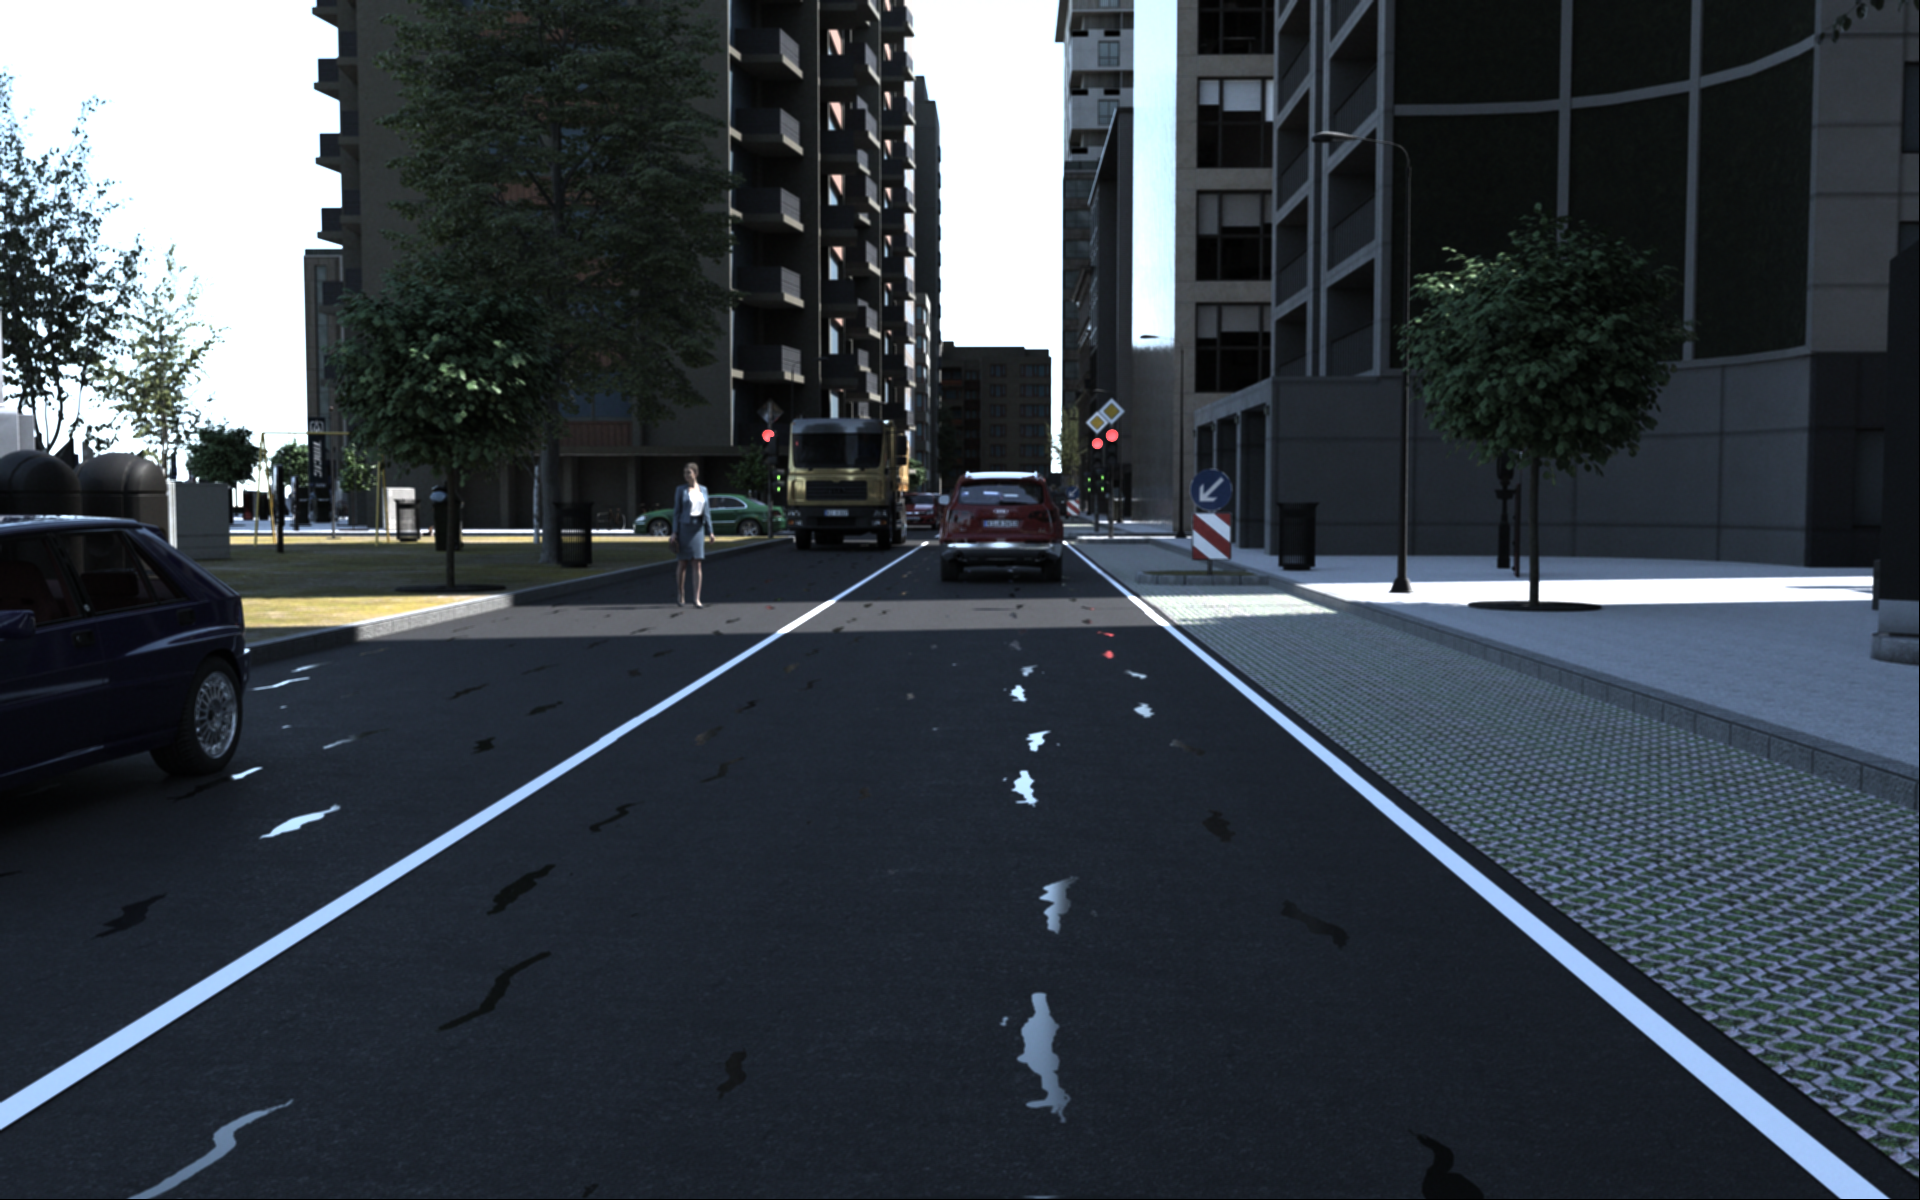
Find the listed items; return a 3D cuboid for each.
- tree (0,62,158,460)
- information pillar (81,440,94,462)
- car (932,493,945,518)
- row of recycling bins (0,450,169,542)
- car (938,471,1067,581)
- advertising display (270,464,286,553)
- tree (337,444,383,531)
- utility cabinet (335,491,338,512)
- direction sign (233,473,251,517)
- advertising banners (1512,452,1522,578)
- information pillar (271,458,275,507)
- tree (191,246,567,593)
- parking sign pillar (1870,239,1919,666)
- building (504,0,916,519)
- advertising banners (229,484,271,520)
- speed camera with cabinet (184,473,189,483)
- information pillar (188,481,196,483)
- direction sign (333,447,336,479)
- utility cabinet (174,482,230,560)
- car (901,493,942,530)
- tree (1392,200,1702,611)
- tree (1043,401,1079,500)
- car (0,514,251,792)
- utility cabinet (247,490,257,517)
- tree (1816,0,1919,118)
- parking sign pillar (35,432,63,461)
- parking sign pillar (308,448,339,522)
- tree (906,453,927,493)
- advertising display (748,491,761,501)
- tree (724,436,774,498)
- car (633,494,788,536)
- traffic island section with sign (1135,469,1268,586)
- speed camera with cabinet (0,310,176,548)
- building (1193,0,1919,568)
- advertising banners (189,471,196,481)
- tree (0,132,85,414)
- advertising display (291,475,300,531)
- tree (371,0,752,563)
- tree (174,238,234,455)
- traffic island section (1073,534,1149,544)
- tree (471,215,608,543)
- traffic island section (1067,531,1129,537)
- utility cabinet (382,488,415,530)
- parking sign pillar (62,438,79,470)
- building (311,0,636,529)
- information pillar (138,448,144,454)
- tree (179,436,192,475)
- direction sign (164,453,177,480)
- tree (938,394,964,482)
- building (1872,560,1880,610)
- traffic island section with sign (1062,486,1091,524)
[{"bbox_3d":[-15.599,-4.836,29.431,4.360,8.622,3.978,0,3,0],"label":"tree"},{"bbox_3d":[-37.780,-5.120,75.066,0.504,3.616,0.183,0,4,-6],"label":"information pillar"},{"bbox_3d":[-1.815,-5.806,103.965,2.155,1.783,4.494,0,4,1],"label":"car"},{"bbox_3d":[-8.988,-0.540,15.943,1.069,1.692,3.534,2,4,34],"label":"row of recycling bins"},{"bbox_3d":[0.726,-1.308,30.062,2.281,1.827,5.304,0,4,2],"label":"car"},{"bbox_3d":[-14.968,-2.009,38.057,0.123,1.923,0.974,-2,4,-28],"label":"advertising display"},{"bbox_3d":[-21.172,-4.015,60.239,1.663,3.219,1.824,0,3,0],"label":"tree"},{"bbox_3d":[-39.768,-6.297,111.627,1.173,1.500,0.318,1,4,8],"label":"utility cabinet"},{"bbox_3d":[-39.365,-6.306,95.102,0.876,3.537,0.379,-3,5,-42],"label":"direction sign"},{"bbox_3d":[8.678,-1.877,26.880,0.090,3.025,2.074,1,4,16],"label":"advertising banners"},{"bbox_3d":[-38.019,-6.416,96.261,0.504,3.616,0.183,1,4,12],"label":"information pillar"},{"bbox_3d":[-6.868,-2.406,23.050,4.285,4.588,4.351,0,3,0],"label":"tree"},{"bbox_3d":[7.800,-1.511,13.171,1.447,3.967,1.447,-3,5,-42],"label":"parking sign pillar"},{"bbox_3d":[-14.334,-28.032,112.943,22.147,44.769,28.867,0,4,1],"label":"building"},{"bbox_3d":[-35.146,-5.462,85.499,2.074,3.025,0.090,0,4,-3],"label":"advertising banners"},{"bbox_3d":[-50.264,-7.154,111.308,2.038,3.252,0.660,-2,4,-26],"label":"speed camera with cabinet"},{"bbox_3d":[-44.568,-5.878,100.594,0.304,2.012,0.304,1,4,20],"label":"information pillar"},{"bbox_3d":[-29.994,-5.565,82.980,0.379,3.537,0.876,0,4,-7],"label":"direction sign"},{"bbox_3d":[-14.788,-1.523,33.587,0.318,1.500,1.173,2,4,32],"label":"utility cabinet"},{"bbox_3d":[-1.713,-3.754,70.423,2.155,1.783,4.494,0,4,3],"label":"car"},{"bbox_3d":[6.587,-2.189,19.509,4.285,4.588,4.351,0,3,0],"label":"tree"},{"bbox_3d":[9.811,-11.710,141.823,4.737,8.622,4.395,0,3,0],"label":"tree"},{"bbox_3d":[-4.729,0.303,7.632,1.945,1.354,3.894,0,4,3],"label":"car"},{"bbox_3d":[-39.498,-5.373,96.524,0.318,1.500,1.173,0,4,0],"label":"utility cabinet"},{"bbox_3d":[6.130,-3.533,8.133,4.360,8.622,3.978,0,3,0],"label":"tree"},{"bbox_3d":[-40.695,-5.356,76.040,1.447,3.967,1.447,1,4,16],"label":"parking sign pillar"},{"bbox_3d":[-30.028,-5.688,81.467,1.447,3.967,1.447,2,4,30],"label":"parking sign pillar"},{"bbox_3d":[-4.182,-9.115,132.742,4.285,4.588,4.351,0,3,0],"label":"tree"},{"bbox_3d":[-7.279,-3.430,61.286,0.123,1.923,0.974,-2,4,-27],"label":"advertising display"},{"bbox_3d":[-6.887,-3.865,57.802,1.663,3.219,1.824,0,3,0],"label":"tree"},{"bbox_3d":[-7.822,-2.608,54.434,4.920,1.459,2.131,0,4,3],"label":"car"},{"bbox_3d":[3.847,-1.179,27.911,1.989,1.847,2.006,0,4,1],"label":"traffic island section with sign"},{"bbox_3d":[-9.849,-1.520,19.193,2.038,3.252,0.660,-2,4,-30],"label":"speed camera with cabinet"},{"bbox_3d":[16.786,-36.696,38.230,20.563,71.187,20.611,0,4,1],"label":"building"},{"bbox_3d":[-47.846,-6.947,109.778,2.074,3.025,0.090,-1,4,-10],"label":"advertising banners"},{"bbox_3d":[-19.691,-5.235,35.957,4.737,8.622,4.395,0,3,0],"label":"tree"},{"bbox_3d":[-23.218,-3.382,60.503,0.123,1.923,0.974,-2,4,-30],"label":"advertising display"},{"bbox_3d":[-7.391,-6.986,32.353,7.486,12.596,7.792,0,3,0],"label":"tree"},{"bbox_3d":[-22.786,-6.017,48.746,4.737,8.622,4.395,0,3,0],"label":"tree"},{"bbox_3d":[4.441,-1.739,50.717,2.009,0.180,2.903,0,4,1],"label":"traffic island section"},{"bbox_3d":[-11.100,-5.790,45.029,4.360,8.622,3.978,0,3,0],"label":"tree"},{"bbox_3d":[4.650,-2.227,58.699,2.009,0.180,2.903,0,4,1],"label":"traffic island section"},{"bbox_3d":[-19.640,-3.180,60.674,0.318,1.500,1.173,2,4,32],"label":"utility cabinet"},{"bbox_3d":[-42.843,-5.785,83.053,1.447,3.967,1.447,1,4,22],"label":"parking sign pillar"},{"bbox_3d":[-15.074,-25.738,75.437,22.147,44.769,28.867,0,4,1],"label":"building"},{"bbox_3d":[-41.841,-5.938,88.448,0.183,3.616,0.504,2,4,32],"label":"information pillar"},{"bbox_3d":[-29.638,-5.271,69.900,4.285,4.588,4.351,0,3,0],"label":"tree"},{"bbox_3d":[-43.518,-6.321,95.352,0.379,3.537,0.876,3,4,36],"label":"direction sign"},{"bbox_3d":[-3.273,-16.238,183.618,7.486,12.596,7.792,0,3,0],"label":"tree"},{"bbox_3d":[19.454,-28.391,6.186,21.231,58.520,28.212,0,4,1],"label":"building"},{"bbox_3d":[5.310,-4.584,83.574,1.989,1.847,2.006,0,4,1],"label":"traffic island section with sign"}]
